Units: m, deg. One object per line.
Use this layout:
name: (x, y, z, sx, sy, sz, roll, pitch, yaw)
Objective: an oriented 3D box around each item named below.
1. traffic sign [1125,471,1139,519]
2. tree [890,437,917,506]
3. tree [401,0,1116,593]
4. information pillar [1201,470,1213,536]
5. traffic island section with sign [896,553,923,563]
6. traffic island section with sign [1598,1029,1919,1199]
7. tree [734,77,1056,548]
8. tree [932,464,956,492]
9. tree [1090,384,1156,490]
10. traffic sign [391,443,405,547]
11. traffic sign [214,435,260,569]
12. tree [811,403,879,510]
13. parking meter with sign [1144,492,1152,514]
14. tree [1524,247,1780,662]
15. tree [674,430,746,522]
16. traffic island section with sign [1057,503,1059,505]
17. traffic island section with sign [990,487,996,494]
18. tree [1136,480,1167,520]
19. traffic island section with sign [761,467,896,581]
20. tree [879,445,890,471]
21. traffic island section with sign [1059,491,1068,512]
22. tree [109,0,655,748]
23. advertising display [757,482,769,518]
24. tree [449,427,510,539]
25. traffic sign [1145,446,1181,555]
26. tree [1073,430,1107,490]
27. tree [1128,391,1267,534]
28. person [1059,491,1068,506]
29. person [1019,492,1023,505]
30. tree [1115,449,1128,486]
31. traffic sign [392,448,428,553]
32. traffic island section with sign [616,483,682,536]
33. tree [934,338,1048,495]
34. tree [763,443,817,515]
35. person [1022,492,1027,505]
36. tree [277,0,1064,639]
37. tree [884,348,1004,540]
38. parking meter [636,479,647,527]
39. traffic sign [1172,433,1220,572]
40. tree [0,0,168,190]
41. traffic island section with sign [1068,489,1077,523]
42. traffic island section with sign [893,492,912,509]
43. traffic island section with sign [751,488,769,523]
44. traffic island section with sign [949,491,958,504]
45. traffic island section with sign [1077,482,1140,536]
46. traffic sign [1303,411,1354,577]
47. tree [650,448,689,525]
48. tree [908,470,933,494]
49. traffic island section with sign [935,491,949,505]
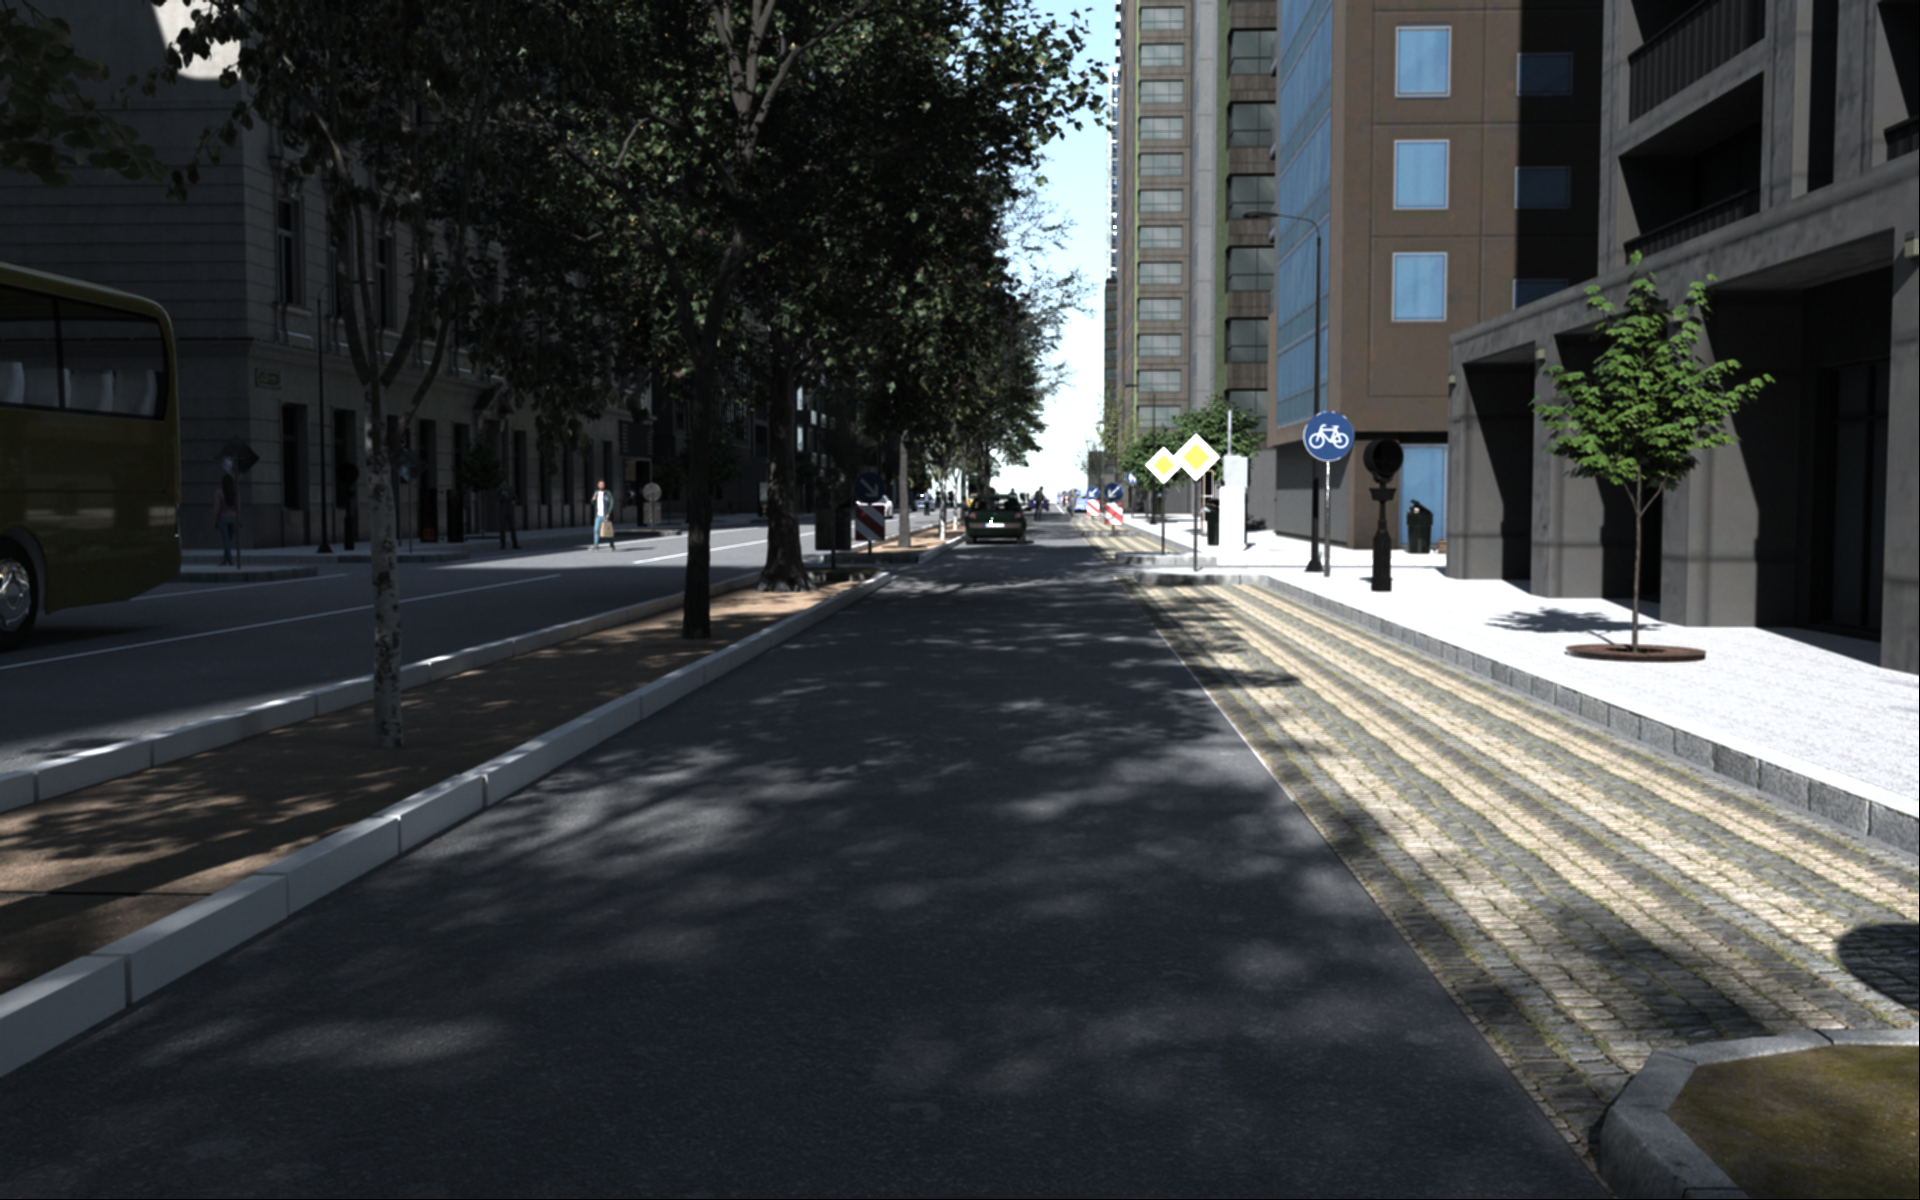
traffic sign: (9.006, -5.522, 90.385, 0.768, 2.556, 0.104, 1, 4, 12)
tree: (-6.548, -14.351, 184.993, 4.360, 8.622, 3.978, 0, 3, 0)
tree: (-2.598, -6.458, 25.058, 9.611, 12.733, 9.660, 0, 3, 0)
information pillar: (7.557, -2.967, 52.998, 0.304, 2.012, 0.304, 0, 4, -8)
traffic island section with sign: (-1.837, -1.743, 36.629, 2.006, 1.907, 1.989, 0, 4, 3)
traffic island section with sign: (2.308, 0.338, 3.097, 1.989, 1.847, 2.006, 0, 4, 3)
tree: (-1.499, -8.126, 45.682, 12.009, 13.543, 11.850, 0, 3, 0)
tree: (-2.568, -18.986, 260.783, 4.360, 8.622, 3.978, 0, 3, 0)
tree: (10.597, -10.076, 115.099, 4.737, 8.622, 4.395, 0, 3, 0)
traffic sign: (-13.622, -2.572, 42.060, 0.884, 2.594, 0.081, 1, 4, 11)
traffic sign: (-12.281, -1.578, 29.443, 0.795, 2.450, 0.064, 0, 4, 3)
tree: (-9.081, -11.051, 131.039, 4.360, 8.622, 3.978, 0, 3, 0)
parking meter with sign: (12.360, -6.969, 110.197, 0.543, 3.016, 1.738, -2, 4, -31)
tree: (5.343, -1.172, 13.760, 1.663, 3.219, 1.824, 0, 3, 0)
tree: (-11.719, -5.971, 81.336, 4.285, 4.588, 4.351, 0, 3, 0)
traffic island section with sign: (10.414, -9.474, 163.525, 1.989, 1.847, 2.006, 0, 4, 3)
traffic island section with sign: (1.948, -6.333, 111.673, 2.006, 1.907, 1.989, 0, 4, 3)
tree: (9.964, -5.652, 87.018, 1.663, 3.219, 1.824, 0, 3, 0)
traffic island section with sign: (-2.221, -1.290, 29.232, 2.006, 1.907, 1.989, 0, 4, 3)
tree: (-8.558, -11.663, 141.059, 4.360, 8.622, 3.978, 0, 3, 0)
traffic island section with sign: (9.046, -7.827, 136.604, 1.989, 1.847, 2.006, 0, 4, 3)
tree: (-3.225, -3.454, 9.287, 4.360, 8.622, 3.978, 0, 3, 0)
advertising display: (-10.691, -5.441, 94.180, 0.123, 1.923, 0.974, 2, 4, 26)
tree: (-13.892, -3.381, 49.886, 1.663, 3.219, 1.824, 0, 3, 0)
traffic sign: (4.294, -2.015, 36.582, 0.795, 2.450, 0.064, 0, 4, 3)
tree: (15.204, -15.201, 198.894, 4.360, 8.622, 3.978, 0, 3, 0)
tree: (8.200, -4.392, 55.516, 4.285, 4.588, 4.351, 0, 3, 0)
person: (12.081, -11.775, 201.036, 1.348, 1.823, 0.705, 3, 5, 39)
person: (8.174, -13.412, 228.230, 0.683, 1.767, 0.568, 0, 4, 2)
tree: (9.185, -5.795, 78.458, 4.285, 4.588, 4.351, 0, 3, 0)
traffic sign: (-11.878, -2.066, 37.418, 0.795, 2.450, 0.064, 0, 4, 3)
traffic island section with sign: (-10.760, -3.152, 60.159, 1.989, 1.847, 2.006, 0, 4, 3)
tree: (1.541, -10.455, 99.159, 9.928, 11.665, 9.643, 0, 3, 0)
tree: (-10.505, -7.557, 107.269, 4.285, 4.588, 4.351, 0, 3, 0)
person: (8.264, -12.944, 220.841, 0.721, 1.736, 1.217, 3, 5, 44)
tree: (-2.642, -4.866, 16.425, 8.767, 10.594, 7.601, 0, 4, 3)
tree: (-0.565, -6.204, 54.252, 4.737, 8.622, 4.395, 0, 3, 0)
parking meter: (-12.544, -3.821, 68.192, 0.399, 1.863, 0.255, -1, 4, -17)
traffic sign: (3.891, -1.527, 28.608, 0.795, 2.450, 0.064, 0, 4, 3)
tree: (-3.498, -5.046, 3.093, 7.486, 12.596, 7.792, 0, 3, 0)
traffic island section with sign: (6.511, -4.761, 86.467, 1.989, 1.847, 2.006, 0, 4, 3)
traffic island section with sign: (-5.492, -9.523, 164.335, 1.989, 1.847, 2.006, 0, 4, 3)
traffic island section with sign: (-9.396, -4.798, 87.080, 1.989, 1.847, 2.006, 0, 4, 3)
traffic island section with sign: (-1.361, -14.525, 246.106, 1.989, 1.847, 2.006, 0, 4, 3)
traffic island section with sign: (5.144, -3.114, 59.546, 1.989, 1.847, 2.006, 0, 4, 3)
traffic sign: (5.684, -1.630, 26.758, 0.768, 2.556, 0.104, 1, 4, 10)
tree: (-12.040, -4.757, 72.379, 1.663, 3.219, 1.824, 0, 3, 0)
tree: (-4.987, -14.090, 214.087, 4.285, 4.588, 4.351, 0, 3, 0)
traffic island section with sign: (-2.722, -12.878, 219.185, 1.989, 1.847, 2.006, 0, 4, 3)
